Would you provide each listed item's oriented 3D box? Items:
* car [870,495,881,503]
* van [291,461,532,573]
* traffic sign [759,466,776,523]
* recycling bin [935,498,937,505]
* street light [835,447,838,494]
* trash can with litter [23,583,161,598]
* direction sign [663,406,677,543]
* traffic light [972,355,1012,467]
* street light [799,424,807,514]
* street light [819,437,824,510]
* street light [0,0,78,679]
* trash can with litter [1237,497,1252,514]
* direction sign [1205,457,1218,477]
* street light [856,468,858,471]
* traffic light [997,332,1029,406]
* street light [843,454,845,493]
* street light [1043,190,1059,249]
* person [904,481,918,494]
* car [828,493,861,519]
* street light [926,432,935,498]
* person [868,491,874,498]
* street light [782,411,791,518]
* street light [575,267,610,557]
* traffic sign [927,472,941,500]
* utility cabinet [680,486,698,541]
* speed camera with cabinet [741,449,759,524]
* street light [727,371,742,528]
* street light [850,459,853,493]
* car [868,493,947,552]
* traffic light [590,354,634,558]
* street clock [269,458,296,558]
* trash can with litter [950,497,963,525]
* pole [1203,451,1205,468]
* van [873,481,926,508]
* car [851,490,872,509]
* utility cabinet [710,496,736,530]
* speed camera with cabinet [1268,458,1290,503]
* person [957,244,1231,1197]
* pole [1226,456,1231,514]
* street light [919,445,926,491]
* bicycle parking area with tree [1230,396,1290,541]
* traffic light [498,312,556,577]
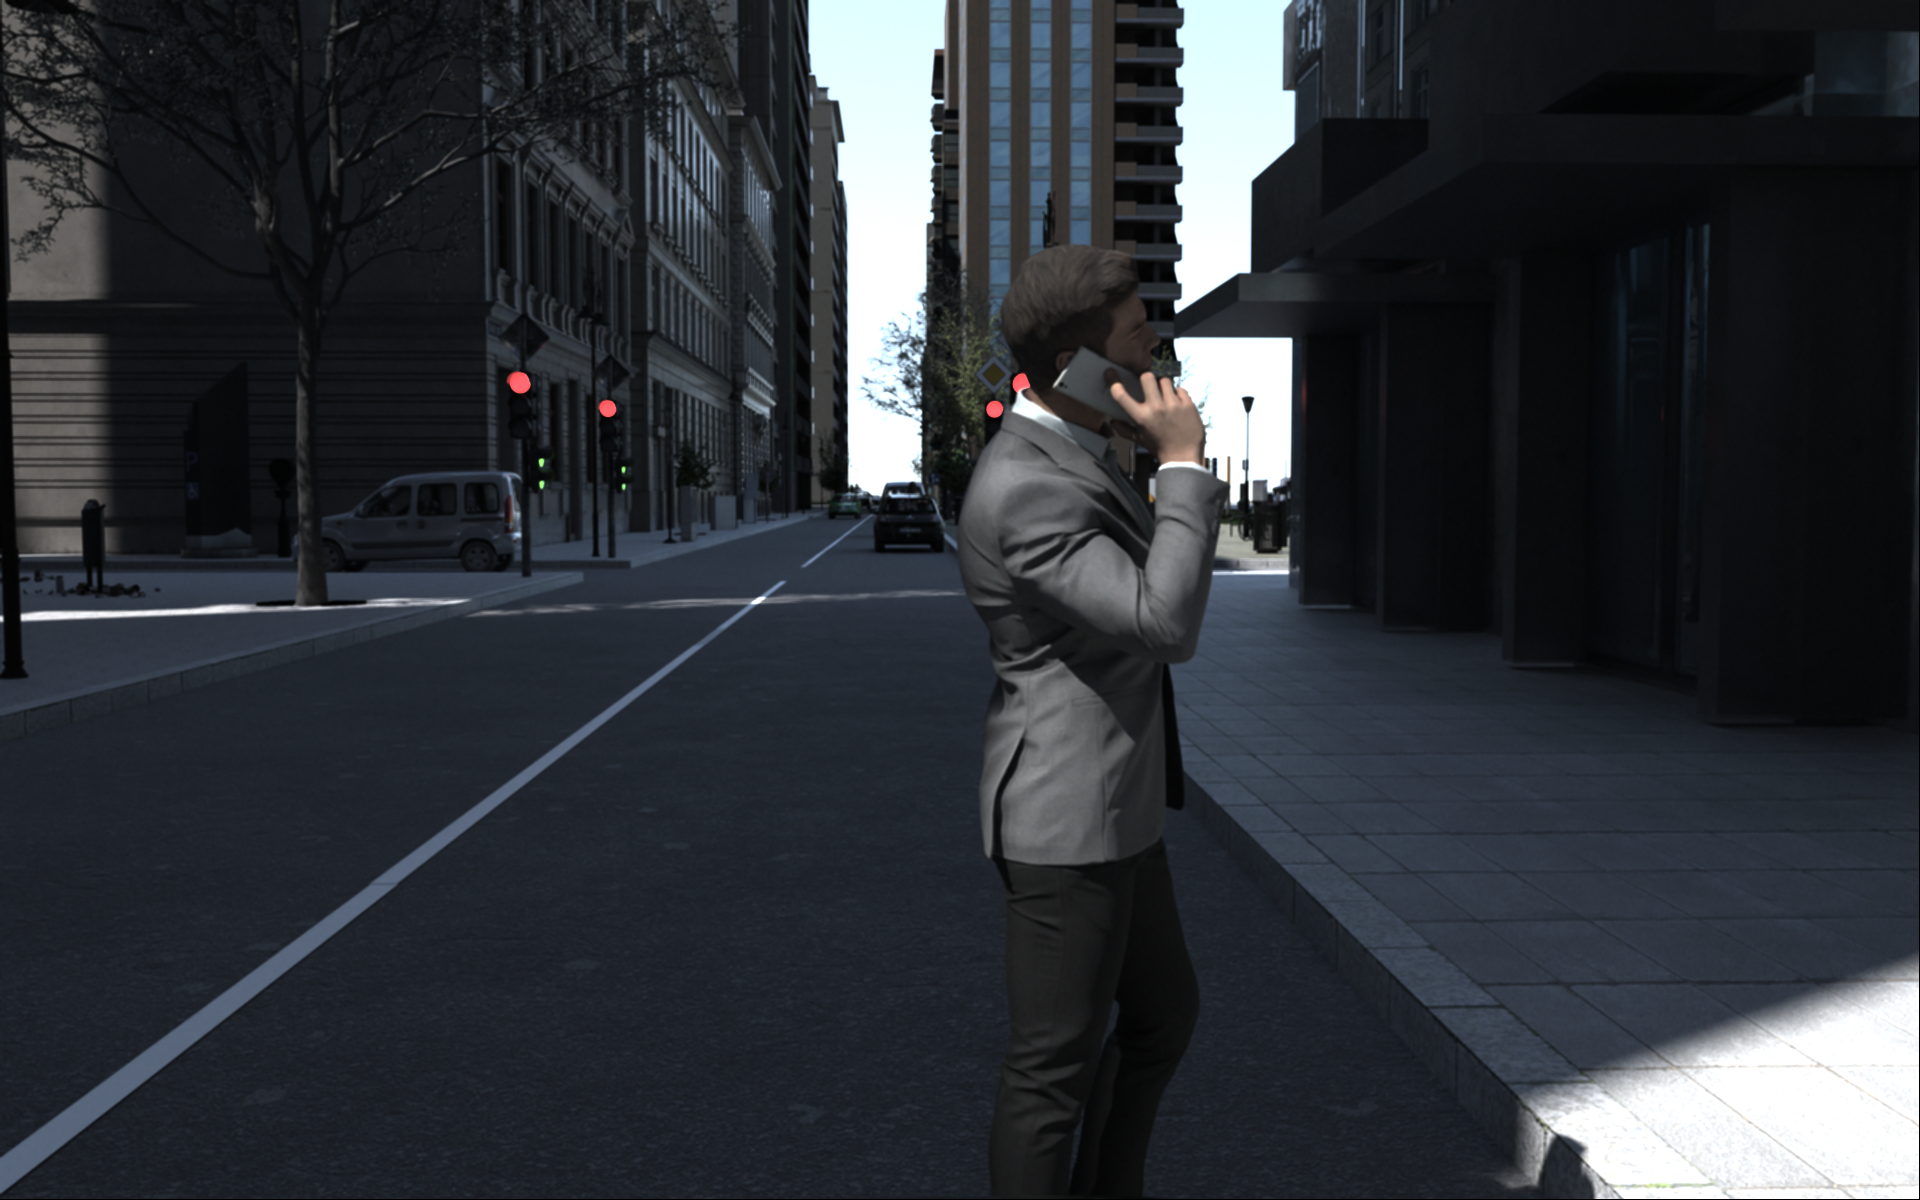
[{"bbox_3d":[-11.999,-14.232,245.052,2.083,1.381,4.827,0,4,-1],"label":"car"},{"bbox_3d":[-9.895,-1.484,31.280,4.112,2.044,2.013,0,4,-2],"label":"van"},{"bbox_3d":[-8.618,-4.731,77.451,0.768,2.556,0.104,0,4,-1],"label":"traffic sign"},{"bbox_3d":[-1.834,-5.914,109.255,0.722,1.027,0.722,0,4,-2],"label":"recycling bin"},{"bbox_3d":[-12.175,-12.102,170.649,0.468,5.910,1.993,0,4,-2],"label":"street light"},{"bbox_3d":[-11.075,-0.677,22.121,1.678,1.210,2.233,-3,5,-40],"label":"trash can with litter"},{"bbox_3d":[-7.585,-3.255,45.210,0.379,3.537,0.876,0,4,0],"label":"direction sign"},{"bbox_3d":[0.665,-2.821,35.047,0.839,4.253,0.868,0,4,-2],"label":"traffic light"},{"bbox_3d":[-10.083,-8.484,111.504,0.468,5.910,1.993,0,4,-2],"label":"street light"},{"bbox_3d":[-11.247,-10.283,140.906,0.468,5.910,1.993,0,4,-2],"label":"street light"},{"bbox_3d":[-6.610,-2.394,11.923,0.468,5.910,1.993,0,4,-2],"label":"street light"},{"bbox_3d":[13.623,-4.464,84.381,1.055,1.170,0.624,-1,4,-21],"label":"trash can with litter"},{"bbox_3d":[15.492,-7.035,107.016,0.876,3.537,0.379,-1,4,-18],"label":"direction sign"},{"bbox_3d":[-15.098,-17.175,253.603,0.468,5.910,1.993,0,4,-2],"label":"street light"},{"bbox_3d":[0.945,-2.333,27.067,0.839,4.253,0.868,0,4,-2],"label":"traffic light"},{"bbox_3d":[-13.072,-13.578,194.788,0.468,5.910,1.993,0,4,-2],"label":"street light"},{"bbox_3d":[1.364,-3.298,26.717,0.468,5.910,1.993,0,4,-2],"label":"street light"},{"bbox_3d":[-1.436,-2.706,52.756,0.555,1.821,0.388,0,4,-5],"label":"person"},{"bbox_3d":[-6.713,-5.647,101.117,1.959,1.807,4.718,0,4,-1],"label":"car"},{"bbox_3d":[-2.045,-9.402,126.505,0.468,5.910,1.993,0,4,-2],"label":"street light"},{"bbox_3d":[-12.215,-13.678,232.152,1.348,1.821,0.705,1,4,9],"label":"person"},{"bbox_3d":[-9.481,-7.454,94.667,0.468,5.910,1.993,0,4,-2],"label":"street light"},{"bbox_3d":[-7.474,-3.828,35.377,0.468,5.910,1.993,0,4,-2],"label":"street light"},{"bbox_3d":[-1.503,-6.135,100.412,0.768,2.556,0.104,0,3,0],"label":"traffic sign"},{"bbox_3d":[-7.376,-2.356,47.200,0.318,1.500,1.173,0,4,-1],"label":"utility cabinet"},{"bbox_3d":[-9.225,-4.987,75.873,0.660,3.252,2.038,-1,4,-12],"label":"speed camera with cabinet"},{"bbox_3d":[-8.464,-5.652,65.200,0.468,5.910,1.993,0,4,-2],"label":"street light"},{"bbox_3d":[-14.057,-15.377,224.196,0.468,5.910,1.993,0,4,-2],"label":"street light"},{"bbox_3d":[-1.316,-2.088,43.924,2.009,1.686,4.222,0,4,-3],"label":"car"},{"bbox_3d":[-6.991,-2.804,34.764,0.839,4.253,0.868,0,4,-2],"label":"traffic light"},{"bbox_3d":[-13.685,-1.863,35.026,0.471,2.002,0.358,0,4,1],"label":"street clock"},{"bbox_3d":[0.153,-3.668,71.351,1.055,1.170,0.624,-3,5,-42],"label":"trash can with litter"},{"bbox_3d":[9.371,-4.469,66.917,0.158,3.312,0.155,0,3,0],"label":"pole"},{"bbox_3d":[-1.916,-3.142,58.380,2.013,2.044,4.112,0,4,-3],"label":"van"},{"bbox_3d":[-9.528,-9.549,164.796,2.281,1.827,5.304,0,4,-2],"label":"car"},{"bbox_3d":[-8.465,-3.100,61.850,0.306,1.237,1.020,3,5,40],"label":"utility cabinet"},{"bbox_3d":[17.323,-6.163,95.097,2.038,3.252,0.660,-1,4,-14],"label":"speed camera with cabinet"},{"bbox_3d":[0.223,0.360,2.793,0.473,1.802,0.592,1,4,20],"label":"person"},{"bbox_3d":[14.230,-5.990,91.776,0.158,3.312,0.155,0,3,0],"label":"pole"},{"bbox_3d":[-3.201,-11.236,156.499,0.468,5.910,1.993,0,4,-2],"label":"street light"},{"bbox_3d":[10.856,-3.841,49.811,8.231,4.147,9.016,3,5,40],"label":"bicycle parking area with tree"},{"bbox_3d":[-6.711,-2.316,26.784,0.839,4.253,0.868,0,4,-2],"label":"traffic light"}]
